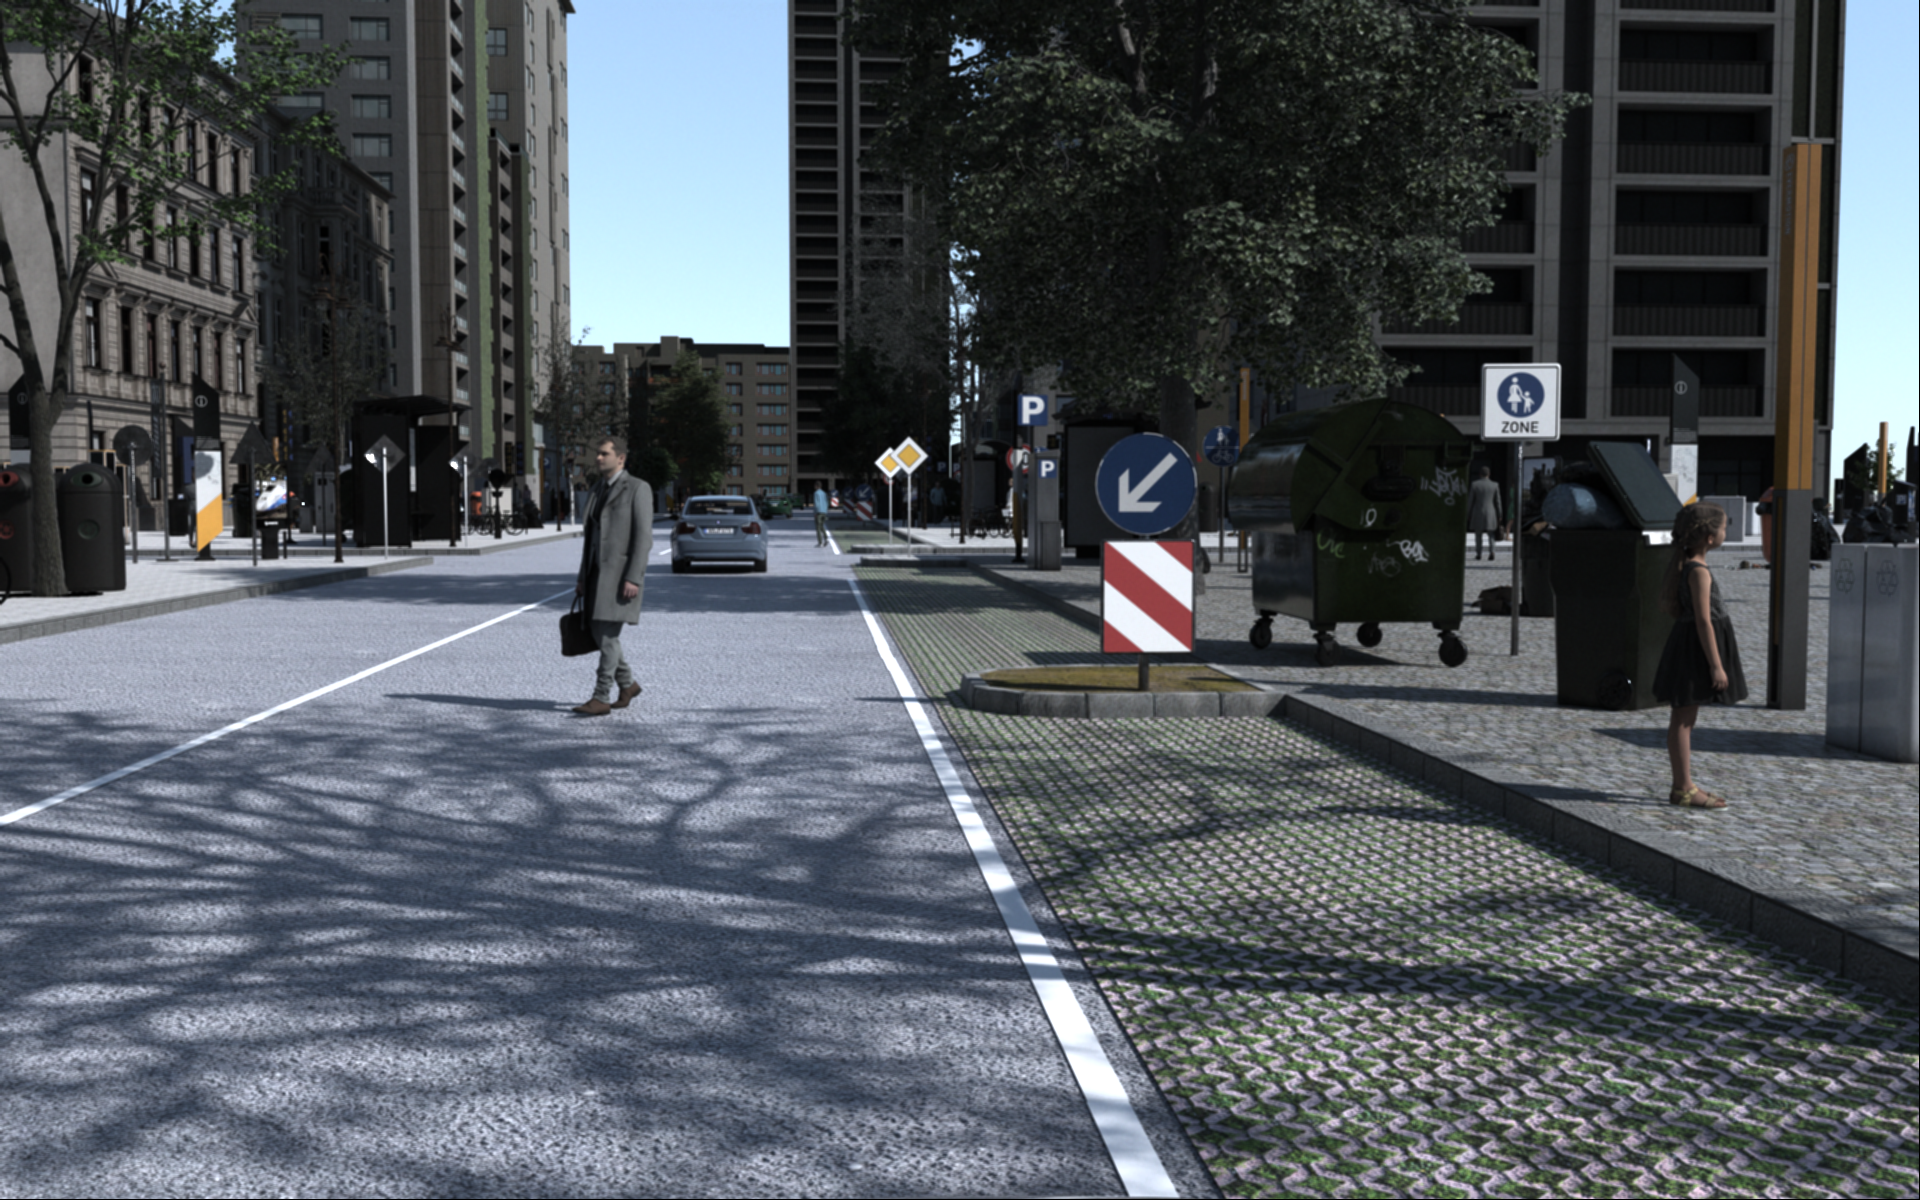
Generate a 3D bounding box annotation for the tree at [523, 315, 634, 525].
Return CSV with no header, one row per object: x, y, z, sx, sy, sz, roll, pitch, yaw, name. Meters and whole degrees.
-15.856,-7.368,70.823,4.360,8.622,3.978,0,3,0,tree

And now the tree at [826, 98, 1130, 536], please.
0.383,-8.723,52.984,12.009,13.543,11.850,0,3,0,tree

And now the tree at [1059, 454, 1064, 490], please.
4.408,-5.023,76.729,1.663,3.219,1.824,0,3,0,tree

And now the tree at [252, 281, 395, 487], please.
-21.505,-6.661,59.262,4.360,8.622,3.978,0,3,0,tree

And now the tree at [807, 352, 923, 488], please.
-5.166,-10.652,108.572,7.601,10.594,8.767,2,4,32,tree

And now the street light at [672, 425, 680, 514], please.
-18.730,-8.641,114.062,0.468,5.910,1.993,0,4,-5,street light

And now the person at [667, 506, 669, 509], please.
-25.422,-8.783,150.198,0.434,1.755,0.990,0,4,-6,person

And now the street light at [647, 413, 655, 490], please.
-17.163,-7.549,96.220,0.468,5.910,1.993,0,4,-5,street light

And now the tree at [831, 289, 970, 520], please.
-2.870,-9.831,86.498,9.928,11.665,9.643,0,3,0,tree

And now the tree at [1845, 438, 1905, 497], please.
28.962,-3.655,54.364,1.663,3.219,1.824,0,3,0,tree

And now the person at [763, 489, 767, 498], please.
-14.595,-7.436,130.089,0.705,1.822,1.348,0,4,4,person

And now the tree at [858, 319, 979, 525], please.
-1.461,-7.443,72.058,4.360,8.622,3.978,0,3,0,tree

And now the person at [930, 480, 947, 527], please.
-0.873,-3.823,68.564,0.660,1.820,0.620,-2,4,-24,person

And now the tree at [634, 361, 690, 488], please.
-16.911,-8.508,89.460,4.360,8.622,3.978,0,3,0,tree

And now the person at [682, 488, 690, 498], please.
-22.878,-8.541,145.714,1.348,1.821,0.705,-1,4,-15,person

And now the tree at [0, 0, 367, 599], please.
-11.420,-5.855,21.490,9.928,11.665,9.643,0,3,0,tree

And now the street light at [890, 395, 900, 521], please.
-3.070,-6.625,81.112,0.468,5.910,1.993,0,4,-5,street light

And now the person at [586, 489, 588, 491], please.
-41.233,-11.340,191.479,0.705,1.821,1.348,1,4,12,person

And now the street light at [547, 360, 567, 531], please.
-13.897,-5.325,59.851,0.468,5.910,1.993,0,4,-5,street light

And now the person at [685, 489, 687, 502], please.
-24.830,-9.226,157.560,0.621,1.740,0.551,3,5,42,person

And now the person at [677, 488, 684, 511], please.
-21.142,-7.603,131.172,0.721,1.723,1.217,-2,4,-29,person

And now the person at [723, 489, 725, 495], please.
-25.270,-10.993,185.723,0.705,1.831,1.348,0,4,0,person

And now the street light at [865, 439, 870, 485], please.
-6.220,-8.812,116.866,0.468,5.910,1.993,0,4,-5,street light

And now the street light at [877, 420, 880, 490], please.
-4.686,-7.721,99.021,0.468,5.910,1.993,0,4,-5,street light

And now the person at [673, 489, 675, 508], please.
-23.666,-8.371,143.621,1.217,1.735,0.721,-2,4,-32,person

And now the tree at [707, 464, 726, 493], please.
-22.312,-10.338,152.744,4.285,4.588,4.351,0,3,0,tree

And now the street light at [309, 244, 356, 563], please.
-11.656,-3.641,32.320,0.468,5.910,1.993,0,4,-5,street light

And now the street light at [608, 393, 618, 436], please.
-15.632,-6.433,77.966,0.468,5.910,1.993,0,4,-5,street light

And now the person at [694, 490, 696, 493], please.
-28.356,-10.854,184.225,0.721,1.743,1.217,-1,4,-14,person

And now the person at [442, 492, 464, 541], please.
-13.997,-2.552,47.751,0.573,1.828,0.580,0,4,0,person

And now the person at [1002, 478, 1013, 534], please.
1.668,-2.964,54.850,0.624,1.780,0.694,2,4,35,person

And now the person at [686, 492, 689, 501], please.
-20.025,-7.185,126.744,0.599,1.433,0.991,0,4,-8,person

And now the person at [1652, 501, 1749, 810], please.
3.056,0.219,7.135,0.373,1.253,0.362,1,4,19,person

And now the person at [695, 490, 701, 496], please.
-27.430,-10.602,180.110,1.217,1.735,0.721,1,4,18,person

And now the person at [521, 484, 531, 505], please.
-24.128,-5.521,96.318,0.555,1.821,0.388,-1,4,-17,person

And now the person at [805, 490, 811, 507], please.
-16.827,-11.177,191.201,0.705,1.831,1.348,-2,4,-35,person

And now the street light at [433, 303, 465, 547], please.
-12.353,-4.234,42.007,0.468,5.910,1.993,0,4,-5,street light

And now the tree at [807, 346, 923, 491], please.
-6.913,-13.147,131.959,9.611,12.733,9.660,0,3,0,tree

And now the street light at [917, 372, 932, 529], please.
-1.274,-5.497,62.671,0.468,5.910,1.993,0,4,-5,street light

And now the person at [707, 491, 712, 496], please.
-27.294,-11.090,188.302,0.756,1.711,0.436,-1,4,-11,person

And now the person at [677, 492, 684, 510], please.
-22.986,-8.131,142.219,0.697,1.427,0.421,3,4,38,person

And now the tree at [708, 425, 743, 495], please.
-23.843,-13.591,172.577,4.737,8.622,4.395,0,3,0,tree

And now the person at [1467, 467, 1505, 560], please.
10.219,-1.683,33.666,0.694,1.812,0.767,1,4,12,person

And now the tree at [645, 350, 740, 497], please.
-21.244,-13.358,136.531,7.486,12.596,7.792,0,3,0,tree

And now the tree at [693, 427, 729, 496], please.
-24.173,-13.186,165.954,4.360,8.622,3.978,0,3,0,tree

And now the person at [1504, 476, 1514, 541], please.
15.212,-2.519,47.480,0.529,1.795,0.600,1,4,15,person

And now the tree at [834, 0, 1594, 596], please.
2.875,-7.033,21.646,9.857,13.997,8.962,0,3,0,tree

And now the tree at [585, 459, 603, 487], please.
-16.685,-5.361,82.261,1.663,3.219,1.824,0,3,0,tree

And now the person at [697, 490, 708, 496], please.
-23.255,-9.201,156.443,1.348,1.831,0.705,-2,4,-32,person

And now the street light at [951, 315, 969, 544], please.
0.057,-4.405,44.809,0.468,5.910,1.993,0,4,-5,street light

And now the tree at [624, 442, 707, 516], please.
-18.319,-7.311,103.247,4.285,4.588,4.351,0,3,0,tree
